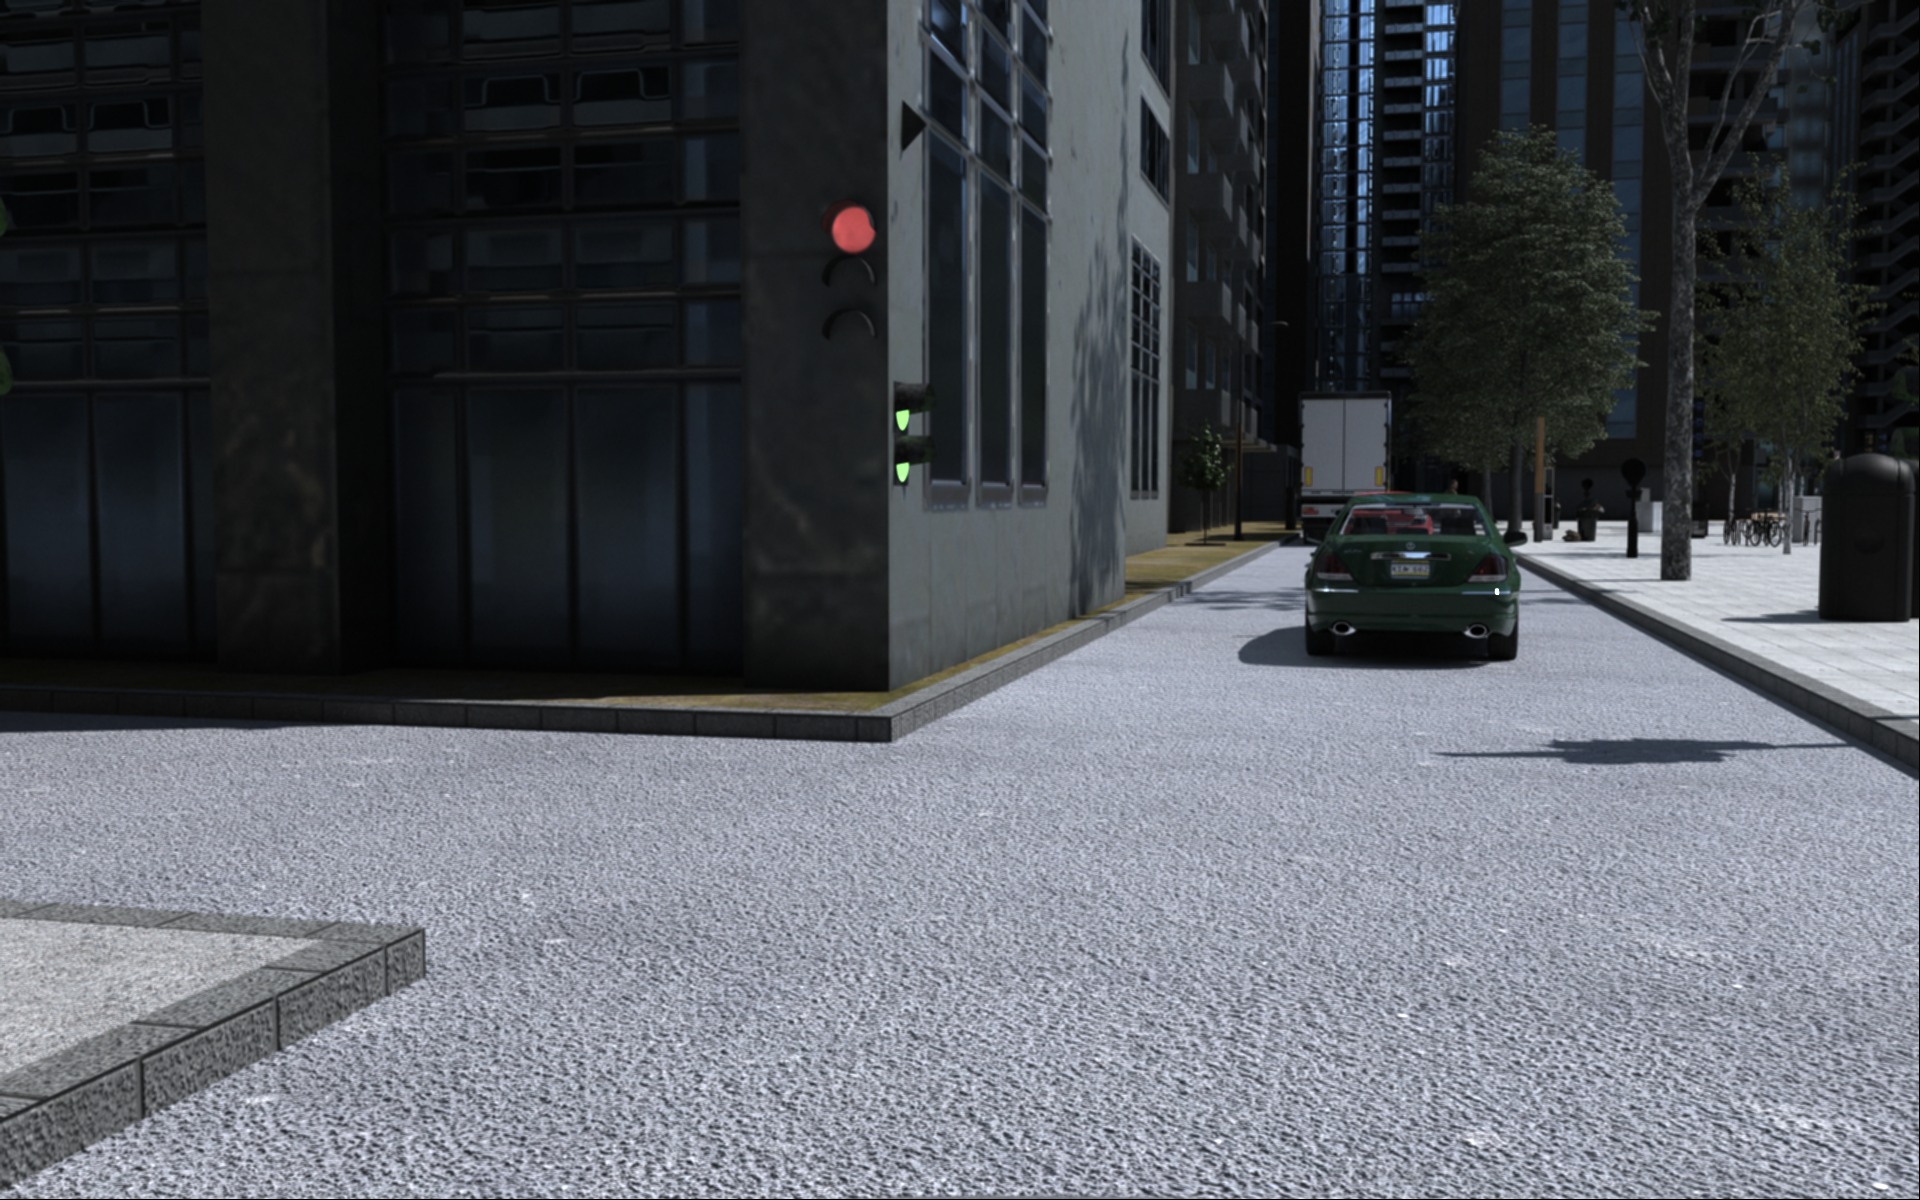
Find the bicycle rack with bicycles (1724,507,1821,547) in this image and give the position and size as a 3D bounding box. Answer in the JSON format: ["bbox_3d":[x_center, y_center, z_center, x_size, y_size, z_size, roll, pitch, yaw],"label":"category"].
[{"bbox_3d":[20.275,-1.810,42.982,2.852,0.926,2.925,1,4,20],"label":"bicycle rack with bicycles"}]

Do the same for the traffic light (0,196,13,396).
[{"bbox_3d":[-2.507,-0.903,3.685,0.839,4.253,0.868,1,4,14],"label":"traffic light"}]

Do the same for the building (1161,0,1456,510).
[{"bbox_3d":[37.777,-52.751,175.152,31.000,86.520,22.319,1,4,14],"label":"building"}]

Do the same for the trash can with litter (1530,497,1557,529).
[{"bbox_3d":[21.323,-3.163,63.104,1.055,1.170,0.624,1,4,23],"label":"trash can with litter"}]

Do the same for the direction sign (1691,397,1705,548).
[{"bbox_3d":[17.074,-2.985,40.799,0.379,3.537,0.876,-3,4,-38],"label":"direction sign"}]

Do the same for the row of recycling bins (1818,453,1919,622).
[{"bbox_3d":[10.229,-0.701,18.581,1.069,1.692,3.534,3,5,45],"label":"row of recycling bins"}]

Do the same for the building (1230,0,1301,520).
[{"bbox_3d":[8.703,-40.225,95.933,20.563,71.187,20.611,1,4,14],"label":"building"}]

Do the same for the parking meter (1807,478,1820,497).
[{"bbox_3d":[31.791,-3.598,64.535,0.399,1.863,0.255,-2,4,-27],"label":"parking meter"}]

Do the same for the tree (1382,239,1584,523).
[{"bbox_3d":[22.962,-9.687,75.391,9.611,12.733,9.660,0,3,0],"label":"tree"}]

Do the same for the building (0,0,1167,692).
[{"bbox_3d":[-7.609,-43.645,26.262,22.319,86.520,31.000,1,4,14],"label":"building"}]

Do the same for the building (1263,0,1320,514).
[{"bbox_3d":[15.993,-28.301,112.826,14.600,45.320,14.200,1,4,14],"label":"building"}]

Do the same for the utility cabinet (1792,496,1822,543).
[{"bbox_3d":[22.304,-2.100,45.492,1.020,1.237,0.306,-2,4,-30],"label":"utility cabinet"}]

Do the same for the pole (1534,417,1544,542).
[{"bbox_3d":[15.358,-3.186,45.941,0.158,3.312,0.155,0,3,0],"label":"pole"}]

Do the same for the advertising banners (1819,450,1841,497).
[{"bbox_3d":[34.532,-4.455,69.034,2.074,3.025,0.090,-2,4,-35],"label":"advertising banners"}]

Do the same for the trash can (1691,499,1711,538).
[{"bbox_3d":[21.388,-2.361,50.260,0.748,1.137,0.748,0,3,0],"label":"trash can"}]

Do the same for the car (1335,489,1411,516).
[{"bbox_3d":[8.752,-1.617,35.470,2.155,1.783,4.494,1,4,15],"label":"car"}]

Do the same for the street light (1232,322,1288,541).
[{"bbox_3d":[8.147,-4.555,47.018,1.470,5.913,1.316,1,4,14],"label":"street light"}]

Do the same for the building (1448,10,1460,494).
[{"bbox_3d":[36.770,-20.327,104.050,14.160,30.474,14.107,1,4,14],"label":"building"}]

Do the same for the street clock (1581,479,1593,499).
[{"bbox_3d":[29.303,-4.673,80.969,0.471,2.002,0.358,0,4,4],"label":"street clock"}]

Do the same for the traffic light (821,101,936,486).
[{"bbox_3d":[-0.603,-1.377,11.440,0.839,4.253,0.868,1,4,14],"label":"traffic light"}]

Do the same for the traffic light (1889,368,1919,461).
[{"bbox_3d":[5.822,-1.282,9.885,0.839,4.253,0.868,1,4,14],"label":"traffic light"}]

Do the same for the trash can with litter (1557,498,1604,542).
[{"bbox_3d":[16.739,-2.152,46.566,1.055,1.170,0.624,-2,4,-31],"label":"trash can with litter"}]

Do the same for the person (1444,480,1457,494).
[{"bbox_3d":[13.994,-2.504,49.346,0.656,1.842,0.836,3,4,38],"label":"person"}]

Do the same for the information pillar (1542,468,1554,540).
[{"bbox_3d":[16.300,-2.674,48.205,0.304,2.012,0.304,-1,4,-12],"label":"information pillar"}]

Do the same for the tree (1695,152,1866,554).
[{"bbox_3d":[17.510,-5.279,36.678,4.737,8.622,4.395,0,3,0],"label":"tree"}]

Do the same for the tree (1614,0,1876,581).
[{"bbox_3d":[11.638,-10.287,24.087,12.611,20.169,13.585,0,3,0],"label":"tree"}]

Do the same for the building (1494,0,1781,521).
[{"bbox_3d":[33.303,-26.898,89.899,14.600,45.320,14.200,1,4,14],"label":"building"}]

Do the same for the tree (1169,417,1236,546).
[{"bbox_3d":[6.231,-2.974,43.228,1.663,3.219,1.824,0,3,0],"label":"tree"}]

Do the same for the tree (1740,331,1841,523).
[{"bbox_3d":[36.847,-7.770,77.399,4.360,8.622,3.978,0,3,0],"label":"tree"}]

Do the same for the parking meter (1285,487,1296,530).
[{"bbox_3d":[11.771,-3.254,61.611,0.372,1.533,0.369,0,3,0],"label":"parking meter"}]

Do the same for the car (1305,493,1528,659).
[{"bbox_3d":[4.346,-0.294,16.600,2.131,1.459,4.920,1,4,15],"label":"car"}]

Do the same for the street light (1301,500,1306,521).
[{"bbox_3d":[16.706,-6.635,81.020,1.470,5.913,1.316,1,4,14],"label":"street light"}]

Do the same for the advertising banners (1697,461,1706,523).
[{"bbox_3d":[27.125,-4.112,63.427,0.090,3.025,2.074,1,4,16],"label":"advertising banners"}]

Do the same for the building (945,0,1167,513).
[{"bbox_3d":[16.689,-51.179,149.441,31.000,86.520,22.319,1,4,14],"label":"building"}]

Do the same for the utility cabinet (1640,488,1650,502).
[{"bbox_3d":[24.383,-3.239,61.634,0.318,1.500,1.173,1,4,20],"label":"utility cabinet"}]

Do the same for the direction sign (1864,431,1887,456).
[{"bbox_3d":[33.111,-4.325,62.712,0.876,3.537,0.379,0,4,-8],"label":"direction sign"}]

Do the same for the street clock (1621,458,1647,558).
[{"bbox_3d":[13.523,-1.848,34.784,0.471,2.002,0.358,2,4,29],"label":"street clock"}]

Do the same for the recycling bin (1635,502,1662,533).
[{"bbox_3d":[22.806,-2.748,57.482,0.722,1.027,0.722,-3,5,-43],"label":"recycling bin"}]

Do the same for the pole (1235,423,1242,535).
[{"bbox_3d":[8.036,-3.433,49.979,0.158,3.312,0.155,0,3,0],"label":"pole"}]

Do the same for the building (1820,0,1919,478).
[{"bbox_3d":[79.250,-29.929,139.455,14.200,45.320,14.600,1,4,14],"label":"building"}]

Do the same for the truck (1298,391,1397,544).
[{"bbox_3d":[11.824,-3.901,52.690,2.839,4.237,11.283,1,4,14],"label":"truck"}]

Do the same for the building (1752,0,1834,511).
[{"bbox_3d":[81.966,-33.432,166.227,30.456,49.044,23.786,1,4,14],"label":"building"}]

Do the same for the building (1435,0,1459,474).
[{"bbox_3d":[50.859,-31.727,138.349,23.786,49.044,30.456,1,4,14],"label":"building"}]

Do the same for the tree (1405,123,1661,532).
[{"bbox_3d":[17.685,-8.289,53.659,7.486,12.596,7.792,0,3,0],"label":"tree"}]

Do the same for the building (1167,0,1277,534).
[{"bbox_3d":[-0.380,-27.268,65.437,23.786,49.044,30.456,1,4,14],"label":"building"}]

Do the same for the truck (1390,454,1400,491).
[{"bbox_3d":[30.738,-8.439,126.891,2.839,4.237,11.283,1,4,15],"label":"truck"}]
